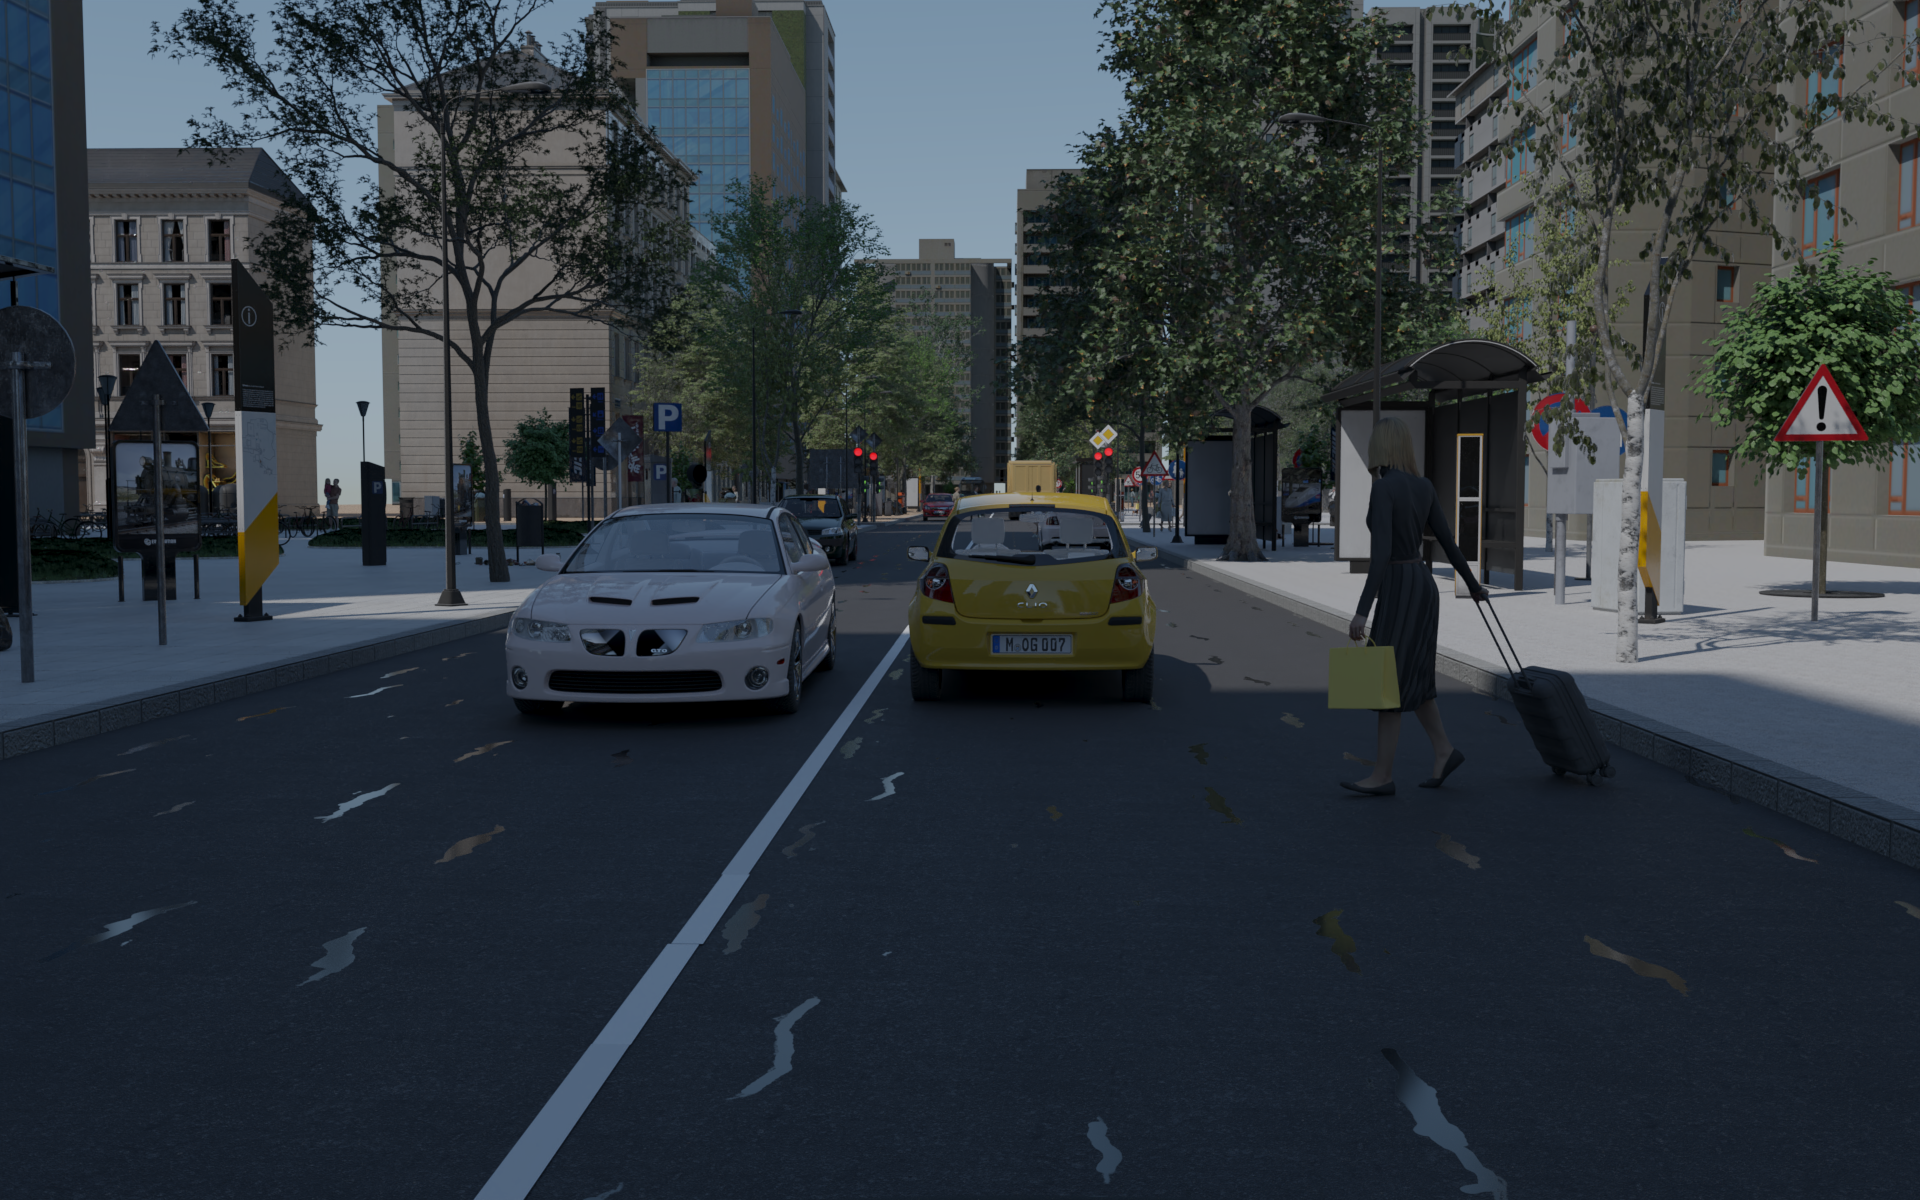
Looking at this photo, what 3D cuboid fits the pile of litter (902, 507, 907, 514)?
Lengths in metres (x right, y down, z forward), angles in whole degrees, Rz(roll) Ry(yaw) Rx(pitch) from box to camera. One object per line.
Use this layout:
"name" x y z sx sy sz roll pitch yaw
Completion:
"pile of litter" -4.134 -6.064 113.108 1.719 0.858 1.176 -3 5 -42

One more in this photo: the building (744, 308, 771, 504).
"building" -21.990 -17.082 143.914 10.561 19.102 19.286 0 4 2

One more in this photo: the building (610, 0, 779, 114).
"building" -23.401 -31.250 161.044 14.600 45.320 14.200 0 4 2

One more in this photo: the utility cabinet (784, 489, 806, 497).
"utility cabinet" -7.524 -4.299 78.973 0.318 1.500 1.173 2 4 35

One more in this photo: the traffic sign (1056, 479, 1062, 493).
"traffic sign" 8.100 -8.824 144.383 0.768 2.556 0.104 0 4 6

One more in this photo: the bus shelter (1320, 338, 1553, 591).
"bus shelter" 6.758 -1.920 25.318 2.014 3.302 5.546 0 4 2

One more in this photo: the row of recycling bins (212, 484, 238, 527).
"row of recycling bins" -29.074 -3.847 70.004 1.069 1.692 3.534 0 4 -6

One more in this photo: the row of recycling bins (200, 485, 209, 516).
"row of recycling bins" -35.542 -4.457 79.991 3.534 1.692 1.069 -1 4 -14

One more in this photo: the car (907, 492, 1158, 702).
"car" 0.556 -0.194 13.396 2.015 1.641 3.980 0 4 2

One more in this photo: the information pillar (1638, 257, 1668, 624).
"information pillar" 6.823 -1.572 17.060 0.183 3.616 0.504 3 4 38

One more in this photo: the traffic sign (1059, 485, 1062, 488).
"traffic sign" 8.605 -9.332 152.684 0.768 2.556 0.104 0 4 6

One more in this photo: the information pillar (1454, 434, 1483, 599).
"information pillar" 6.250 -1.027 21.285 0.304 2.012 0.304 1 4 15

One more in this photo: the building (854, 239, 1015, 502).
"building" -3.636 -35.142 266.448 23.993 40.220 32.217 0 4 2

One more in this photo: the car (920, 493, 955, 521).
"car" -1.102 -5.184 93.796 2.155 1.783 4.494 0 4 0

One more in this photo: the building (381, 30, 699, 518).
"building" -24.002 -18.782 104.346 12.463 27.353 25.104 0 4 2

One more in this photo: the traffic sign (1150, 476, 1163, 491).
"traffic sign" 11.613 -6.262 102.482 0.768 2.556 0.104 1 4 11

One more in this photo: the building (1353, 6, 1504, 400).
"building" 69.487 -50.134 257.944 20.611 71.187 20.563 0 4 2

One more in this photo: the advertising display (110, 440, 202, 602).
"advertising display" -9.660 -0.956 20.843 0.974 1.923 0.123 -3 4 -38

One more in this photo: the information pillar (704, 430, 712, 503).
"information pillar" -9.197 -4.395 63.220 0.183 3.616 0.504 1 4 14

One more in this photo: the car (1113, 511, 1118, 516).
"car" 2.881 -1.853 42.653 2.083 1.381 4.827 0 4 1

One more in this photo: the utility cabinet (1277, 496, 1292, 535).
"utility cabinet" 10.300 -2.699 55.288 0.306 1.237 1.020 2 4 28

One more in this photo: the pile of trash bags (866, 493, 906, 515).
"pile of trash bags" -4.291 -5.863 105.620 1.912 1.369 3.447 2 4 26

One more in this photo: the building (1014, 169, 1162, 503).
"building" 19.005 -38.928 260.166 21.600 48.544 21.300 0 4 2

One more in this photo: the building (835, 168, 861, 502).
"building" -30.031 -41.370 265.630 27.495 52.752 28.713 0 4 2

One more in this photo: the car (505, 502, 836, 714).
"car" -1.961 -0.028 12.816 2.083 1.381 4.827 0 4 1

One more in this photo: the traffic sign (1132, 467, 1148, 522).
"traffic sign" 8.381 -4.922 80.587 0.768 2.556 0.104 1 4 11

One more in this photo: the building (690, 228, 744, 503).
"building" -22.184 -16.565 125.595 10.420 20.320 16.860 0 4 2

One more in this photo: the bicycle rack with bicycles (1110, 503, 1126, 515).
"bicycle rack with bicycles" 8.066 -5.190 98.234 2.925 0.926 2.852 0 4 1

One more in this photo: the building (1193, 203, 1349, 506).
"building" 31.084 -24.464 171.687 14.160 30.474 14.107 0 4 2

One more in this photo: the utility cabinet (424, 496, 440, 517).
"utility cabinet" -20.389 -3.411 66.925 0.306 1.237 1.020 -2 4 -34

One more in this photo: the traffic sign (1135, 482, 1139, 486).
"traffic sign" 11.432 -6.703 109.696 0.768 2.556 0.104 0 4 3

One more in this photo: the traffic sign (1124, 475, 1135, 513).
"traffic sign" 11.461 -7.208 117.857 0.884 2.594 0.081 0 4 7

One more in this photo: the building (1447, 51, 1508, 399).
"building" 70.760 -37.281 198.785 27.495 52.752 28.713 0 4 2

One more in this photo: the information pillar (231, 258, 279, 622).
"information pillar" -7.120 -1.599 17.493 0.183 3.616 0.504 1 4 21

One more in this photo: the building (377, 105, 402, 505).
"building" -54.839 -35.627 206.210 21.600 48.544 21.300 0 4 2

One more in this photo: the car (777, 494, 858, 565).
"car" -3.092 -1.603 36.002 2.009 1.686 4.222 0 4 1

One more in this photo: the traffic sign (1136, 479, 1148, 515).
"traffic sign" 11.097 -6.468 105.855 0.768 2.556 0.104 0 4 3

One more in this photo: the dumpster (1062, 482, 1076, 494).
"dumpster" 9.079 -8.466 140.905 1.502 2.255 1.985 0 4 1

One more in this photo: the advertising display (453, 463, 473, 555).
"advertising display" -10.514 -1.911 36.456 0.123 1.923 0.974 0 4 8

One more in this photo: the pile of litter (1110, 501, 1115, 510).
"pile of litter" 9.769 -5.893 110.312 1.719 0.858 1.176 3 4 37

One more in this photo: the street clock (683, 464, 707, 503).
"street clock" -6.359 -2.284 41.916 0.358 2.002 0.471 3 5 40

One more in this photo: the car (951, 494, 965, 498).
"car" -0.286 -8.233 146.402 2.131 1.459 4.920 0 4 3

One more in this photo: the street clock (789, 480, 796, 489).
"street clock" -8.807 -5.326 91.657 0.471 2.002 0.358 0 4 -1

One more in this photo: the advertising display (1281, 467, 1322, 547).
"advertising display" 8.296 -2.255 42.076 0.974 1.923 0.123 0 4 8

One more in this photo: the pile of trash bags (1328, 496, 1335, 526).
"pile of trash bags" 15.531 -3.609 68.763 1.912 1.369 3.447 0 4 -6

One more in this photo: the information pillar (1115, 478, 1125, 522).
"information pillar" 7.362 -4.602 79.726 0.304 2.012 0.304 3 5 41

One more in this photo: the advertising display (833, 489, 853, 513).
"advertising display" -5.352 -4.539 79.421 0.974 1.923 0.123 -2 4 -30

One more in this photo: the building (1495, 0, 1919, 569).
"building" 30.642 -11.969 40.734 27.650 21.520 28.899 0 4 2

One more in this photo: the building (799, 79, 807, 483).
"building" -23.238 -32.117 175.218 14.600 45.320 14.200 0 4 2

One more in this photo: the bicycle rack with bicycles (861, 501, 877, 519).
"bicycle rack with bicycles" -5.726 -4.715 90.464 2.925 0.926 2.852 -2 4 -25

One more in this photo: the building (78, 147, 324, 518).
"building" -58.052 -15.151 98.627 40.483 20.767 10.553 0 4 2

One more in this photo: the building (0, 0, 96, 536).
"building" -34.503 -24.254 46.661 14.200 45.320 14.600 0 4 2

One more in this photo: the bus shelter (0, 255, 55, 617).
"bus shelter" -10.338 -1.453 15.037 1.731 3.624 6.357 0 4 2

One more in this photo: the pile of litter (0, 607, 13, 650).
"pile of litter" -8.344 0.012 13.764 1.176 0.858 1.719 2 4 29

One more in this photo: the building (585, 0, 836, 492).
"building" -29.112 -40.550 204.989 28.212 58.520 21.231 0 4 2

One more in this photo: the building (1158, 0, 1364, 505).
"building" 34.540 -46.744 202.509 20.563 71.187 20.611 0 4 2

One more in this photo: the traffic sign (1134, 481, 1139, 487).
"traffic sign" 12.371 -7.282 119.172 0.768 2.556 0.104 0 4 3

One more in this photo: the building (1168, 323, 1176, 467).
"building" 44.240 -37.026 259.998 28.867 44.769 22.147 0 4 2

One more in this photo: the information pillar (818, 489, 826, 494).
"information pillar" -7.472 -6.277 93.980 0.504 3.616 0.183 2 4 32
